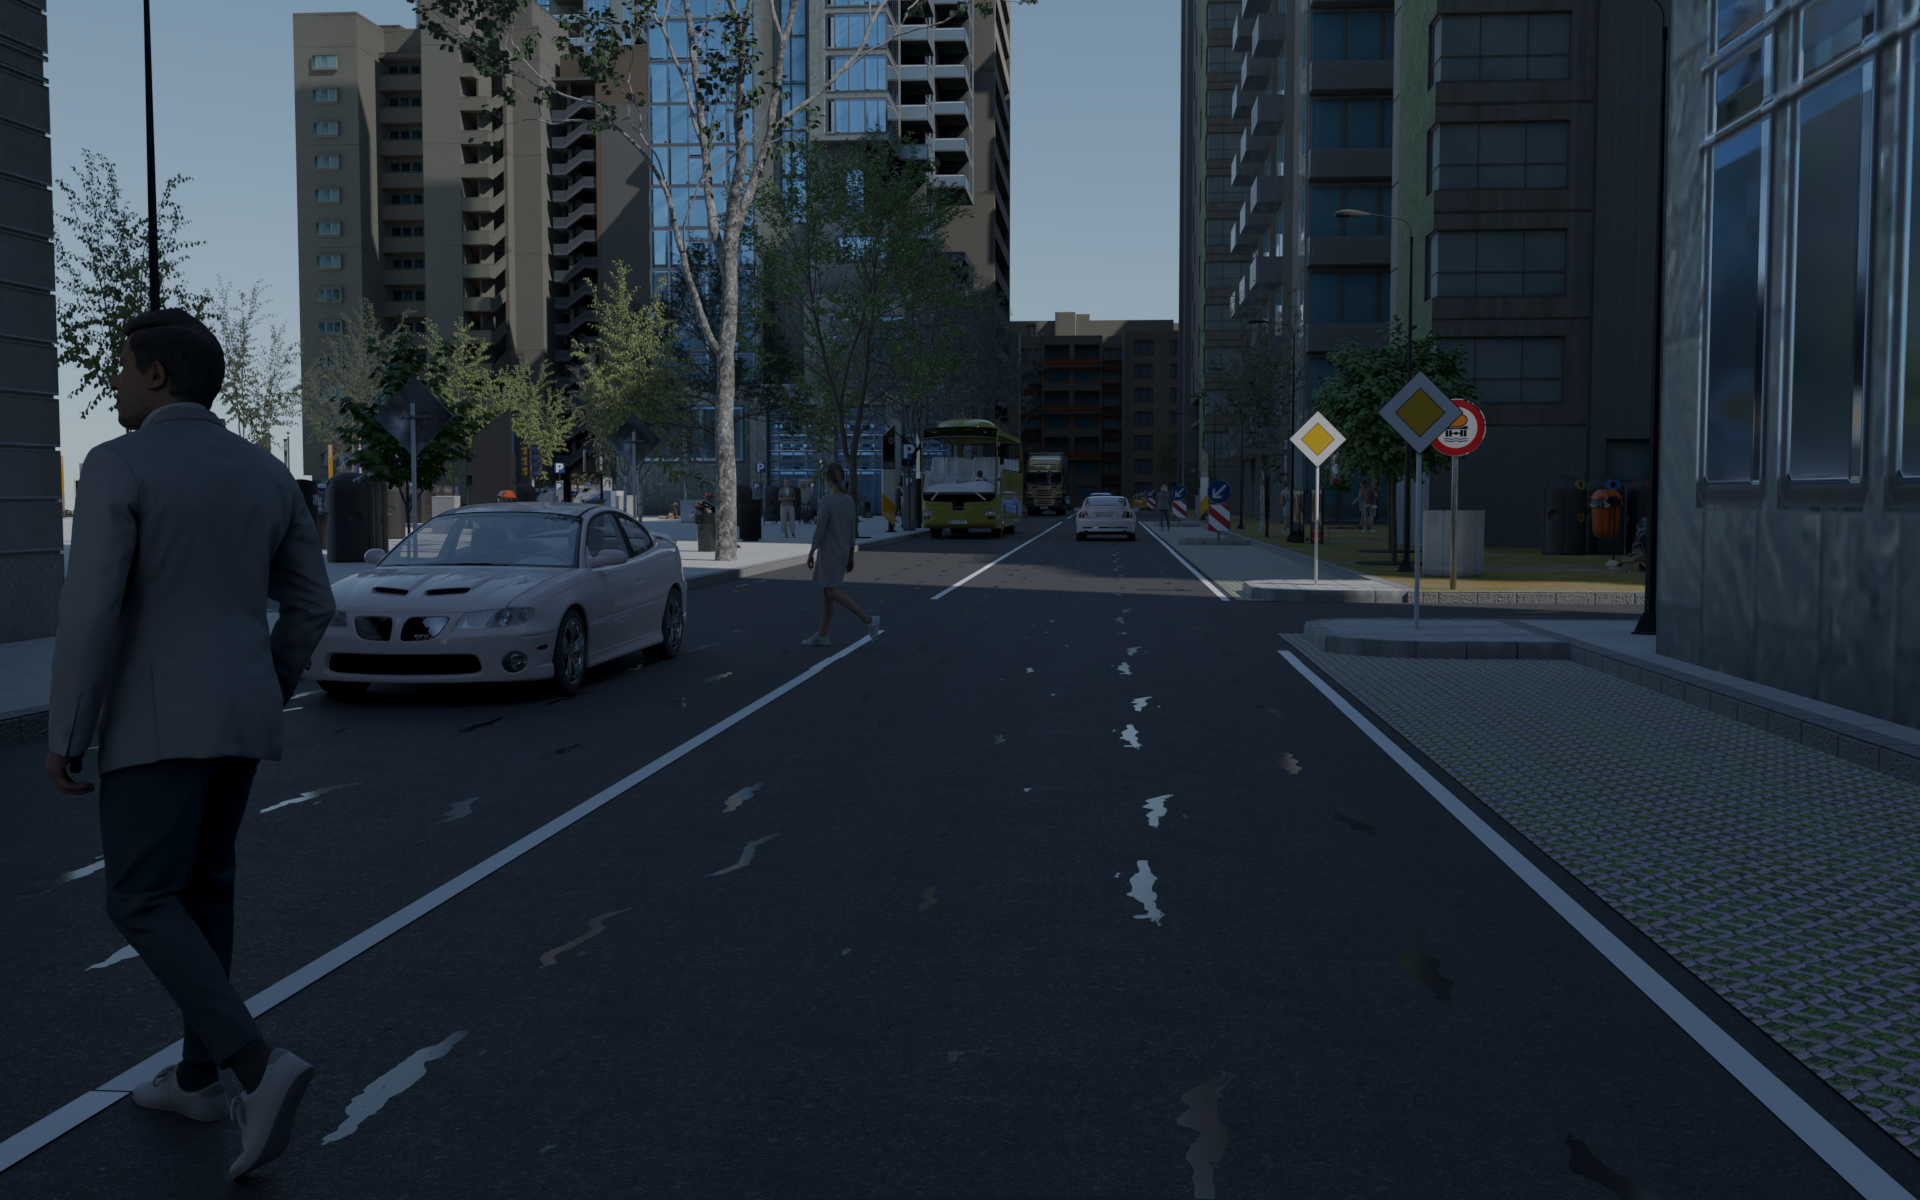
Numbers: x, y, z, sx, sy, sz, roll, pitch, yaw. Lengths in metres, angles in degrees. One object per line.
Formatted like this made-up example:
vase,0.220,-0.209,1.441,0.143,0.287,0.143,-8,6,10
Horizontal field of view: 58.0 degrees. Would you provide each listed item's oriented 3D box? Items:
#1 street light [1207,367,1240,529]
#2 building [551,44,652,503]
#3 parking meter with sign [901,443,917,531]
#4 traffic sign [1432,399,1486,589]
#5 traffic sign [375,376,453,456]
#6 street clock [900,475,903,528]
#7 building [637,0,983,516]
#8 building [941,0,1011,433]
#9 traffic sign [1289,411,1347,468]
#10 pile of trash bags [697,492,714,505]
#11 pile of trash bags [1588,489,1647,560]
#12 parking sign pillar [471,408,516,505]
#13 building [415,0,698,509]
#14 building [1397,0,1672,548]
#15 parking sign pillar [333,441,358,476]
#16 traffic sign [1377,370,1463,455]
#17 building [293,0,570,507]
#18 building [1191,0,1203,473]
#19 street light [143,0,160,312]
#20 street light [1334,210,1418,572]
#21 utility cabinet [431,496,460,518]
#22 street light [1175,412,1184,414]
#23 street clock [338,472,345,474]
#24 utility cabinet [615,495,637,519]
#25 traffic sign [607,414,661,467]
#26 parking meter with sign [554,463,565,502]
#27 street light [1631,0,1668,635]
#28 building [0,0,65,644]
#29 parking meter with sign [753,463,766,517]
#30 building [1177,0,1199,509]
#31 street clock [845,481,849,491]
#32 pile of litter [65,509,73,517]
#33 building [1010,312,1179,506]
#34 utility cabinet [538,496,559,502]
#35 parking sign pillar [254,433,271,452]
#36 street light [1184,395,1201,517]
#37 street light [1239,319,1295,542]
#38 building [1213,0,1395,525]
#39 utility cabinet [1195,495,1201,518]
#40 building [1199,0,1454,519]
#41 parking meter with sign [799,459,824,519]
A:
street light,9.782,-5.560,63.454,1.470,5.913,1.316,0,4,5
building,-30.964,-31.852,170.884,14.200,45.320,14.600,0,4,5
parking meter with sign,-1.751,-3.925,60.440,0.543,3.016,1.738,0,3,0
traffic sign,6.638,-1.415,23.242,0.768,2.556,0.104,1,4,13
traffic sign,-5.415,-0.916,17.174,0.795,2.593,0.064,0,4,5
street clock,-2.089,-3.707,65.176,0.358,2.002,0.471,1,4,11
building,-9.192,-49.047,114.595,22.319,86.520,31.000,0,4,5
building,-7.117,-31.696,141.924,21.300,48.544,21.600,0,4,5
traffic sign,5.024,-1.351,24.276,0.795,2.593,0.064,0,4,5
pile of trash bags,-13.203,-5.057,92.431,1.912,1.369,3.447,-1,4,-18
pile of trash bags,13.796,-1.468,33.761,3.447,1.369,1.912,-1,4,-17
parking sign pillar,-14.712,-4.049,54.677,1.447,3.967,1.447,1,4,10
building,-48.637,-54.198,198.804,31.000,86.520,22.319,0,4,5
building,18.800,-22.195,46.477,14.154,41.232,14.086,0,4,5
parking sign pillar,-29.660,-5.835,83.869,1.447,3.967,1.447,2,4,34
traffic sign,4.342,-0.864,16.320,0.795,2.593,0.064,0,4,5
building,-49.429,-33.313,168.374,21.600,48.544,21.300,0,4,5
building,31.380,-32.993,128.669,28.713,52.752,27.495,0,4,5
street light,-5.588,-2.481,13.113,1.470,5.913,1.316,0,4,5
street light,6.819,-3.418,28.421,1.470,5.913,1.316,0,4,5
utility cabinet,-17.037,-2.828,57.404,1.020,1.237,0.306,2,4,28
street light,12.920,-7.701,98.448,1.470,5.913,1.316,0,4,5
street clock,-20.367,-3.218,57.190,0.358,2.002,0.471,-1,4,-11
utility cabinet,-15.672,-4.287,81.253,0.306,1.237,1.020,3,5,42
traffic sign,-4.733,-1.403,25.130,0.795,2.593,0.064,0,4,5
parking meter with sign,-22.304,-6.117,96.269,0.543,3.016,1.738,-1,4,-9
street light,5.790,-2.643,15.755,1.470,5.913,1.316,0,4,5
building,-20.119,-10.301,10.227,24.055,21.916,13.314,0,4,5
parking meter with sign,-11.179,-6.074,95.575,0.543,3.016,1.738,0,4,6
building,30.427,-37.593,156.639,21.231,58.520,28.212,0,4,5
street clock,-6.295,-5.746,98.517,0.471,2.002,0.358,-1,4,-9
pile of litter,-49.404,-4.956,95.000,1.719,0.858,1.176,-1,4,-15
building,12.935,-21.568,197.674,28.899,21.520,27.650,0,4,5
utility cabinet,-17.074,-3.714,71.879,1.020,1.237,0.306,3,5,41
parking sign pillar,-30.680,-5.321,75.463,1.447,3.967,1.447,2,4,33
street light,11.364,-6.638,81.076,1.470,5.913,1.316,0,4,5
street light,8.305,-4.498,46.076,1.470,5.913,1.316,0,4,5
building,24.696,-28.285,82.061,23.786,49.044,30.456,0,4,5
utility cabinet,12.934,-5.073,94.110,0.306,1.237,1.020,0,4,7
building,22.155,-26.012,108.892,14.154,41.232,14.086,0,4,5
parking meter with sign,-7.757,-5.579,87.475,1.738,3.016,0.543,1,4,23
